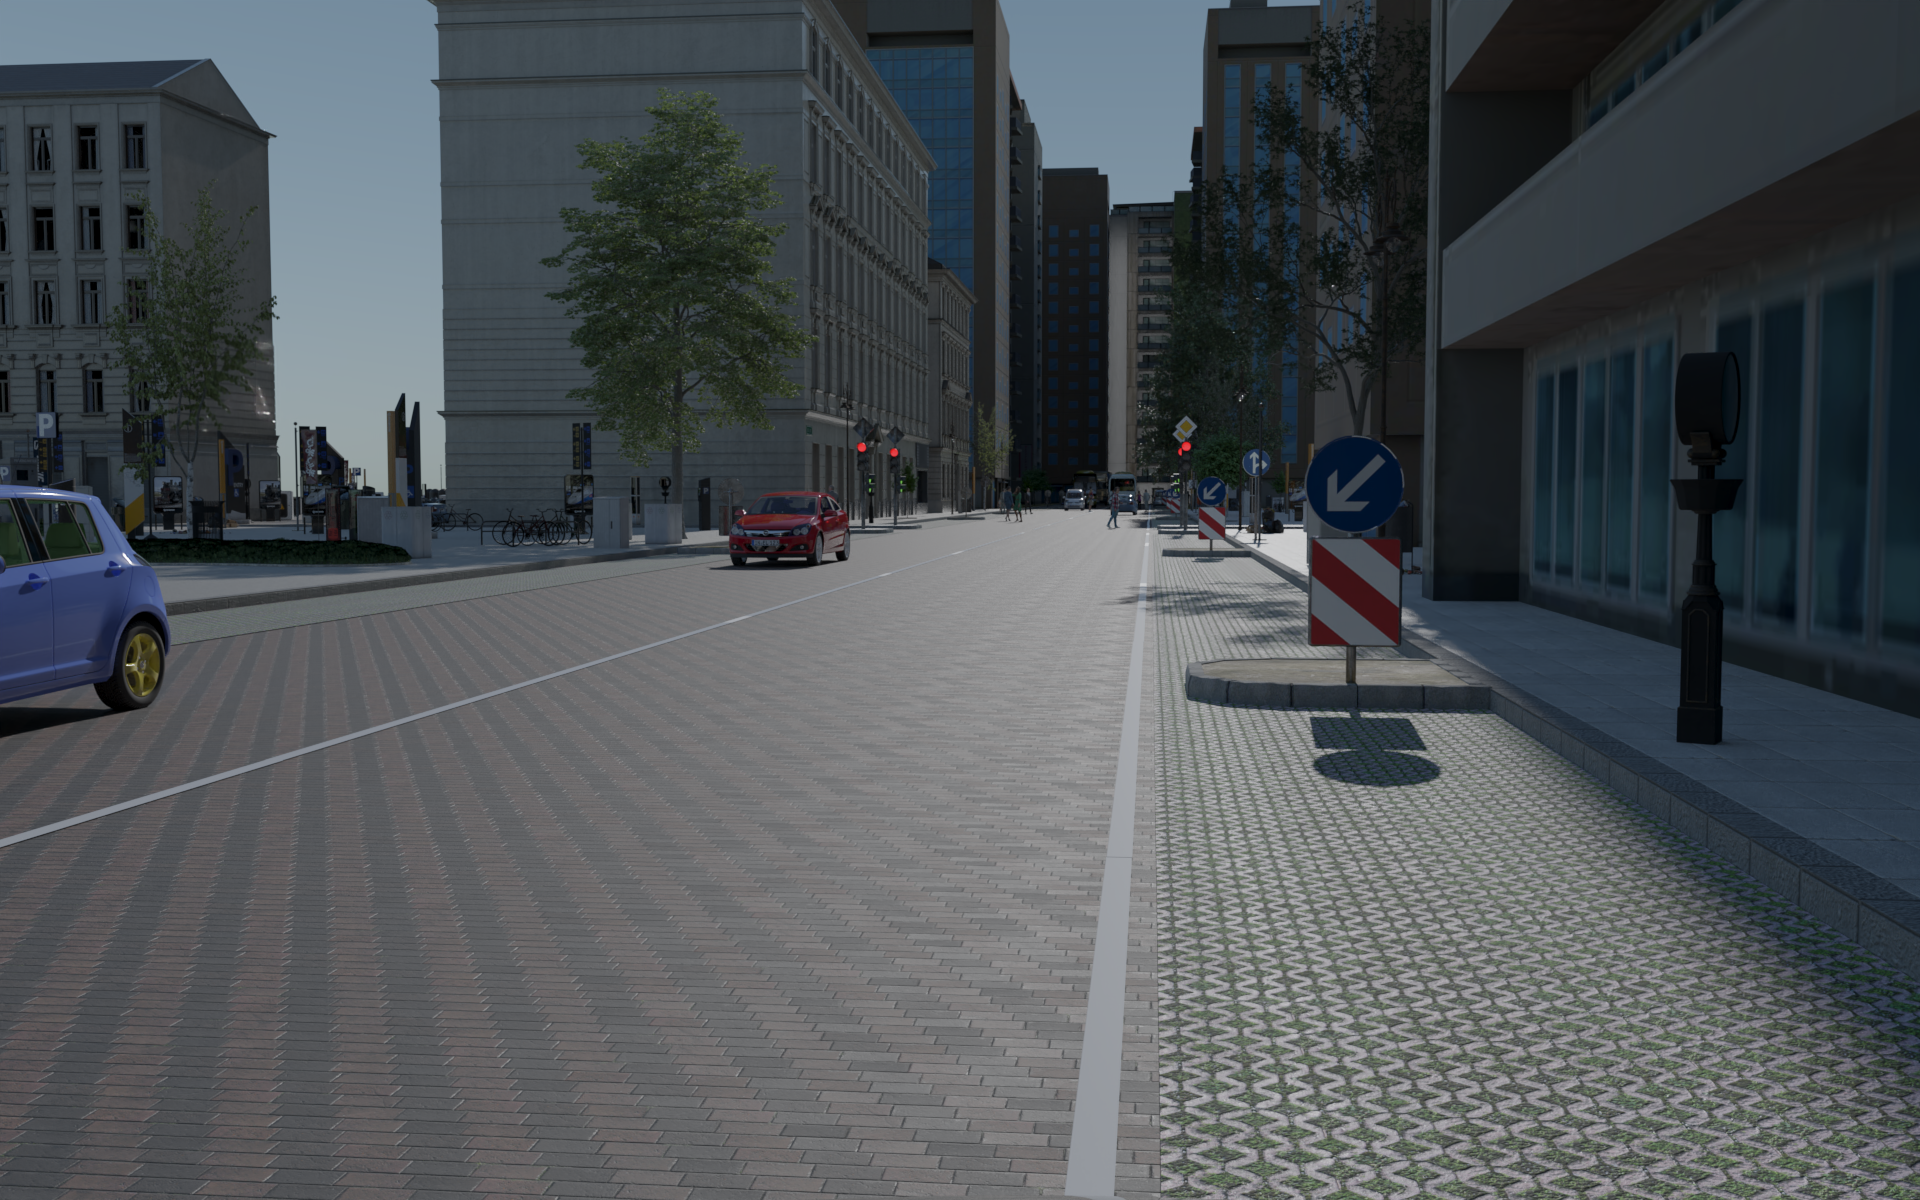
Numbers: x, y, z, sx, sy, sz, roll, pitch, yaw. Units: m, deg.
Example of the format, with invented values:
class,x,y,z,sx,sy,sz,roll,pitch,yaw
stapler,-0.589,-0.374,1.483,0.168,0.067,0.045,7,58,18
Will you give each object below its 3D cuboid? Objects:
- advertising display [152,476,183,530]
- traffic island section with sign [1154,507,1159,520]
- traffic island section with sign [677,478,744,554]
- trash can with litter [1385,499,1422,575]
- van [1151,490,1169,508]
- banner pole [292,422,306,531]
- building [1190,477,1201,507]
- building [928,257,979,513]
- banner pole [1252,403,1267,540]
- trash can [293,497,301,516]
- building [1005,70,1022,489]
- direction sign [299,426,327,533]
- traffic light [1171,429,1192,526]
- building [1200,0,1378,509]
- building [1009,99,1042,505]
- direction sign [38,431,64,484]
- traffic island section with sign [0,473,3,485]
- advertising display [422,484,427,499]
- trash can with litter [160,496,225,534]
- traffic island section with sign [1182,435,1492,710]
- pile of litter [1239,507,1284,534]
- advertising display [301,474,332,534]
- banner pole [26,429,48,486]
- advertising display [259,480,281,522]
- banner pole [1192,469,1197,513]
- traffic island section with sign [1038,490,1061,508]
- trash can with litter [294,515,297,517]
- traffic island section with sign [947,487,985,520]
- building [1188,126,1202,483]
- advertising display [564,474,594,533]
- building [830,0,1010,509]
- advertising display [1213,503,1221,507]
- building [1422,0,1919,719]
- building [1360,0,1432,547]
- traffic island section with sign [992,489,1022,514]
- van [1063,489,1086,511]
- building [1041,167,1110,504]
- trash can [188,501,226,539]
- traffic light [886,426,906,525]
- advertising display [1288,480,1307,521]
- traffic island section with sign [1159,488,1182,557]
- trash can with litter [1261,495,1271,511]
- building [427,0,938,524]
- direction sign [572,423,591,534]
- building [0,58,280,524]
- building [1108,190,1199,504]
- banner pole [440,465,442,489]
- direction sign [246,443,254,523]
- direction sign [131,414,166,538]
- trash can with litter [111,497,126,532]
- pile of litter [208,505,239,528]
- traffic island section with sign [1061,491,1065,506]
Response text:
class,x,y,z,sx,sy,sz,roll,pitch,yaw
advertising display,-28.263,-3.462,61.813,0.974,1.923,0.123,-2,4,-35
traffic island section with sign,11.752,-5.285,95.035,1.989,1.847,2.006,0,4,6
traffic island section with sign,-5.606,-2.029,41.809,1.989,1.847,2.006,0,4,6
trash can with litter,7.366,-1.015,27.645,2.233,1.210,1.678,1,4,16
van,20.875,-10.561,179.681,2.013,2.044,4.112,0,4,5
banner pole,-22.939,-4.302,60.348,0.401,3.779,0.863,2,4,24
building,39.891,-29.603,175.897,32.217,40.220,23.993,0,4,6
building,-4.858,-15.969,125.718,10.561,19.102,19.286,0,4,6
banner pole,8.367,-3.555,48.145,0.401,3.779,0.863,1,4,15
trash can,-38.848,-5.473,101.141,0.748,1.137,0.748,0,3,0
building,-5.274,-31.896,176.123,22.147,44.769,28.867,0,4,6
direction sign,-21.565,-4.025,57.805,0.876,3.537,0.379,-2,4,-33
traffic light,8.949,-4.957,69.970,0.839,4.253,0.868,0,4,6
building,29.129,-31.043,157.657,14.600,45.320,14.200,0,4,6
building,-1.187,-35.911,210.850,21.600,48.544,21.300,0,4,6
direction sign,-32.662,-4.298,62.267,0.379,3.537,0.876,2,4,35
traffic island section with sign,-8.636,-0.352,14.383,1.989,1.847,2.006,0,4,6
advertising display,-33.338,-6.275,107.807,0.123,1.923,0.974,-2,4,-27
trash can with litter,-24.971,-2.763,56.240,2.233,1.210,1.678,1,4,23
traffic island section with sign,2.641,-0.236,12.480,1.989,1.847,2.006,0,4,6
pile of litter,9.883,-2.611,56.649,1.719,0.858,1.176,-1,4,-17
advertising display,-20.651,-3.084,55.643,0.974,1.923,0.123,-3,5,-43
banner pole,-35.623,-4.695,66.774,0.863,3.779,0.401,-2,4,-30
advertising display,-32.259,-4.634,80.986,0.974,1.923,0.123,-2,4,-35
banner pole,15.915,-7.792,117.414,0.401,3.779,0.863,-1,4,-17
traffic island section with sign,8.806,-10.022,172.479,1.989,1.847,2.006,0,4,6
trash can with litter,-37.896,-5.271,97.246,2.233,1.210,1.678,0,4,6
traffic island section with sign,0.366,-5.347,96.046,1.989,1.847,2.006,0,4,6
building,37.976,-33.527,202.792,22.147,44.769,28.867,0,4,6
advertising display,-12.479,-3.153,56.758,0.974,1.923,0.123,-2,4,-32
building,-3.075,-30.817,153.965,14.600,45.320,14.200,0,4,6
advertising display,12.679,-4.930,85.815,0.123,1.923,0.974,2,4,35
building,15.198,-23.538,8.547,21.300,48.544,21.600,0,4,6
building,17.408,-24.235,46.349,14.600,45.320,14.200,0,4,6
traffic island section with sign,3.363,-6.999,123.062,1.989,1.847,2.006,0,4,6
van,9.908,-8.731,149.755,2.013,2.044,4.112,0,4,6
building,13.138,-35.885,236.832,14.200,45.320,14.600,0,4,6
trash can,-16.110,-1.556,37.090,0.748,1.137,0.748,0,3,0
traffic light,-2.644,-5.034,71.229,0.839,4.253,0.868,0,4,6
advertising display,15.906,-4.658,81.377,0.974,1.923,0.123,1,4,9
traffic island section with sign,5.672,-1.916,39.952,1.989,1.847,2.006,0,4,6
trash can with litter,24.145,-7.532,134.208,1.678,1.210,2.233,-3,5,-39
building,-12.020,-19.445,94.336,17.030,29.872,44.131,0,4,6
direction sign,-12.028,-3.863,55.156,0.876,3.537,0.379,3,4,38
building,-42.480,-14.122,80.044,18.267,20.994,9.793,0,4,6
building,27.238,-33.774,235.792,14.086,41.232,14.154,0,4,6
banner pole,-43.795,-9.555,146.241,0.401,3.779,0.863,-1,4,-17
direction sign,-31.574,-5.190,76.854,0.379,3.537,0.876,-2,4,-26
direction sign,-23.124,-3.511,49.400,0.876,3.537,0.379,-2,4,-32
trash can with litter,-28.236,-2.899,58.790,1.055,1.170,0.624,1,4,12
pile of litter,-28.095,-3.196,66.215,1.176,0.858,1.719,1,4,12
traffic island section with sign,11.761,-11.660,199.273,1.989,1.847,2.006,0,4,6
